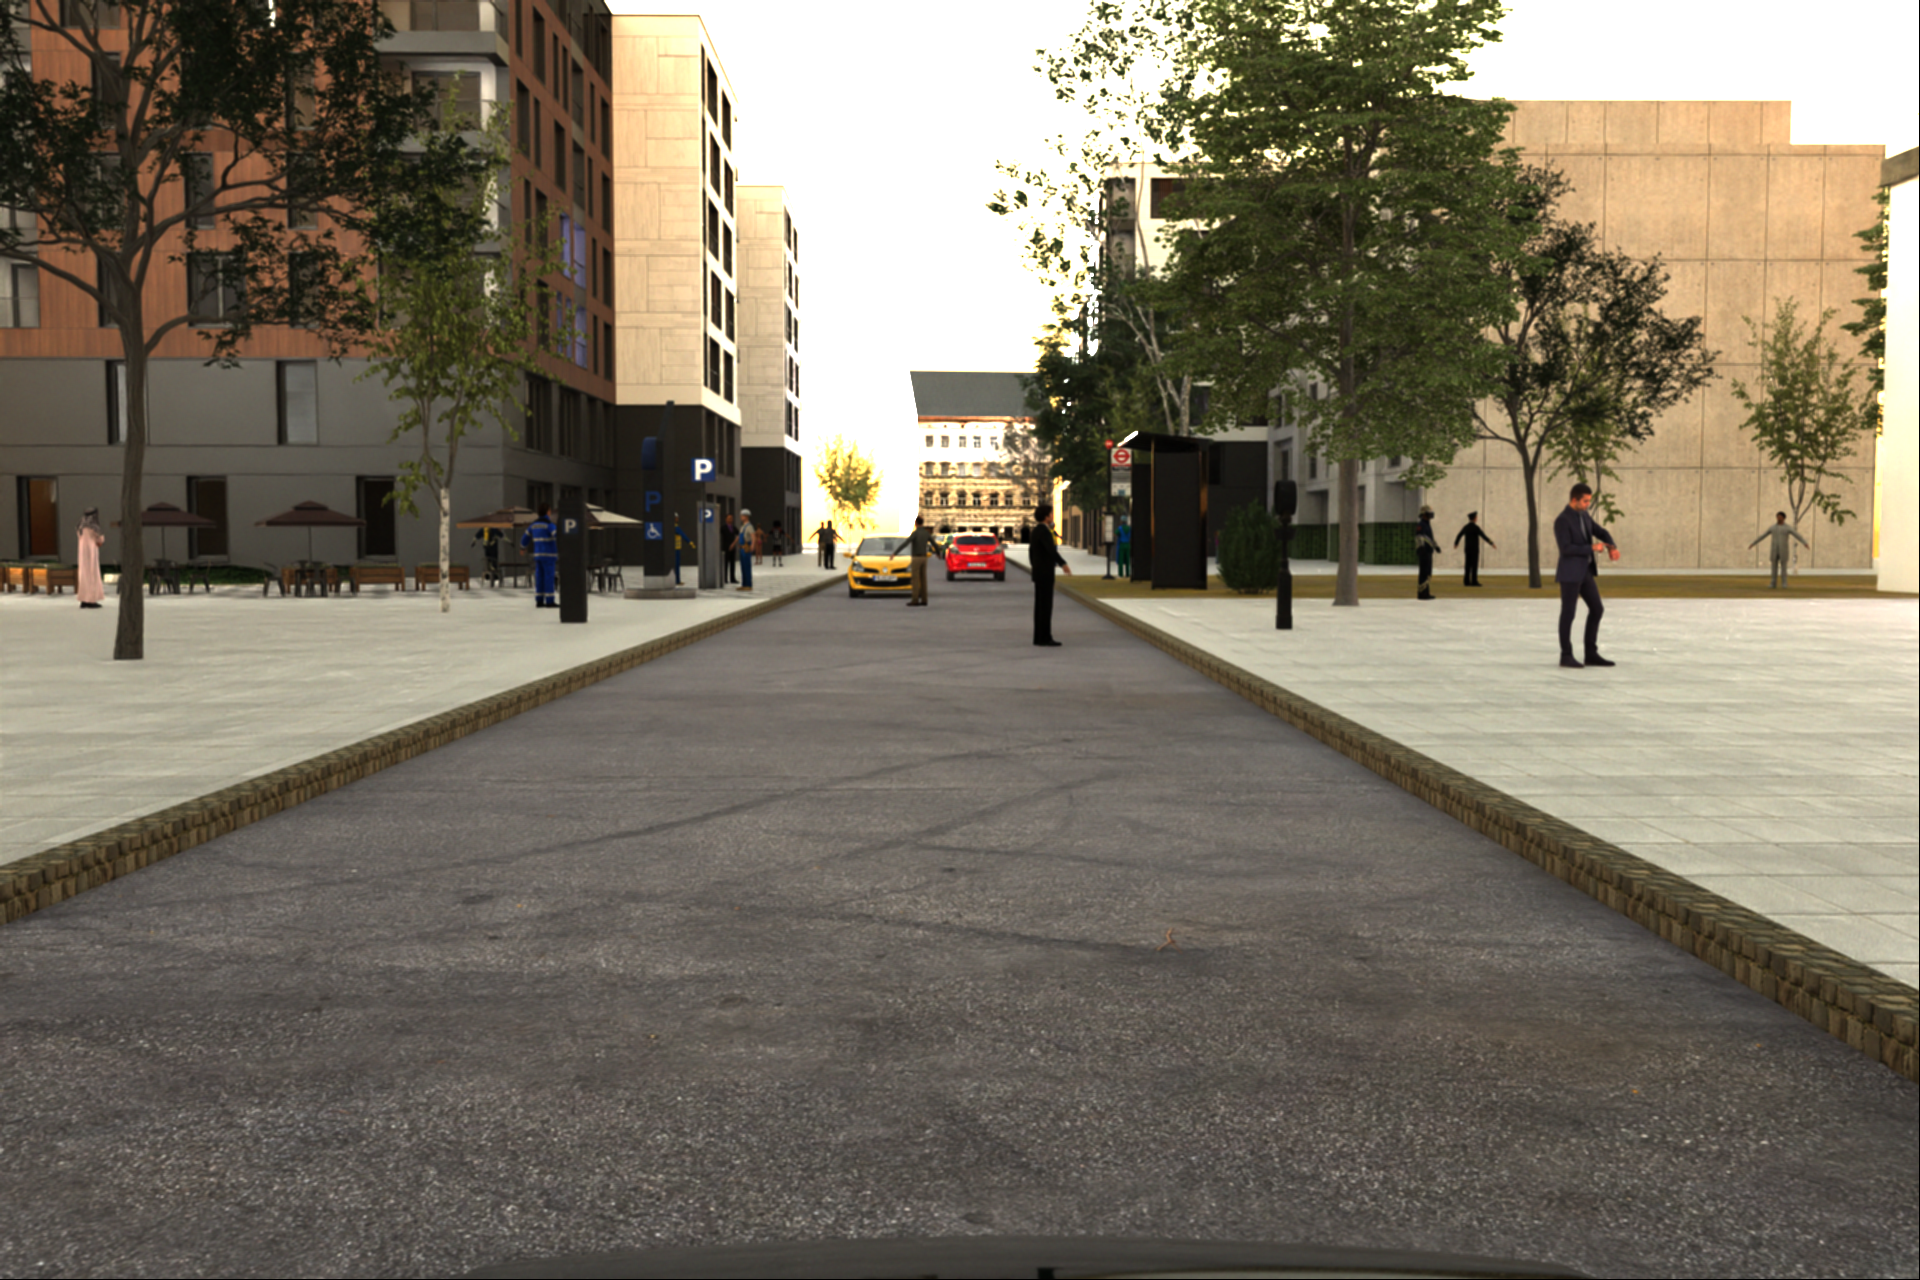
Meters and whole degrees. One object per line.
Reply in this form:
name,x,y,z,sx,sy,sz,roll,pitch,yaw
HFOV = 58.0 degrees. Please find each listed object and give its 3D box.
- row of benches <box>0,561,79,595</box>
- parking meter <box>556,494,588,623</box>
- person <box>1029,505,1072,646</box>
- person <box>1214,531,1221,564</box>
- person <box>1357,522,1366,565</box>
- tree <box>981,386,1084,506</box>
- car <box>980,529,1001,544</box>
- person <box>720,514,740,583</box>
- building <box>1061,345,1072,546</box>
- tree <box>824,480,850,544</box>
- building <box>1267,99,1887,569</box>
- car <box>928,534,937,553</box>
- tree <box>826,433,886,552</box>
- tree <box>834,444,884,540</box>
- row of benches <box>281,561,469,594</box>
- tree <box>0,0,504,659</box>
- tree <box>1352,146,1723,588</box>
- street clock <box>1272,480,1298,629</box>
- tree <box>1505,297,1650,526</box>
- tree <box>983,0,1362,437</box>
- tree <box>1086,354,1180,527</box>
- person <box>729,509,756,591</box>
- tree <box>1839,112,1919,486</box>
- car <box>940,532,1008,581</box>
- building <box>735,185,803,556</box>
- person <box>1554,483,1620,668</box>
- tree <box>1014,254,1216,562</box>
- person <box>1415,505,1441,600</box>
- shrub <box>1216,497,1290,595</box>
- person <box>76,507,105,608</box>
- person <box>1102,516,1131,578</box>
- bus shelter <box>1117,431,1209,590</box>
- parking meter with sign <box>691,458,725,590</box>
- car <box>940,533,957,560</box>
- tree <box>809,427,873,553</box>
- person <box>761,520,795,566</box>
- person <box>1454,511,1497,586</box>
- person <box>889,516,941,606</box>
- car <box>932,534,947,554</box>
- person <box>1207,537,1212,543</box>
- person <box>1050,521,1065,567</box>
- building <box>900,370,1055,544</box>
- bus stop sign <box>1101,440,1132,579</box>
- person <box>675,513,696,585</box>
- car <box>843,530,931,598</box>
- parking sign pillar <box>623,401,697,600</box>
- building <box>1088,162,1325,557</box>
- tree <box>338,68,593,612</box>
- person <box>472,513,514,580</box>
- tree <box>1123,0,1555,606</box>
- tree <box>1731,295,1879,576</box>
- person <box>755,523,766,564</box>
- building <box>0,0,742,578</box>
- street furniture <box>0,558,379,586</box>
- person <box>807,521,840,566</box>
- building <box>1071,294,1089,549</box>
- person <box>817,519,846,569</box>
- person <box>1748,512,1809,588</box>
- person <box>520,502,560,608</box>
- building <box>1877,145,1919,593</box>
row of benches,-20.468,-1.383,38.073,4.104,0.672,1.422,3,5,44
parking meter,-5.623,-1.185,25.084,0.399,1.863,0.255,0,4,0
person,1.107,-0.833,22.269,0.705,1.806,1.347,-1,4,-16
person,11.124,-3.978,74.312,0.599,1.433,0.991,0,4,-6
person,16.088,-3.969,70.664,1.354,1.858,0.705,-3,5,-44
tree,6.820,-14.060,140.243,12.009,13.543,11.850,0,3,0
car,0.887,-4.264,79.500,2.009,1.686,4.222,0,4,-1
person,-5.990,-2.376,45.073,1.346,1.802,0.704,-3,5,-42
building,25.678,-21.994,203.572,27.936,21.610,32.646,0,4,0
tree,-15.619,-17.151,230.774,4.360,8.622,3.978,0,3,0
building,25.376,-13.017,79.282,16.747,18.905,31.486,0,4,0
car,-1.542,-7.389,130.604,2.009,1.686,4.222,0,3,0
tree,-7.835,-10.750,126.131,4.737,8.622,4.395,0,3,0
tree,-7.939,-11.544,139.104,4.737,8.622,4.395,0,3,0
row of benches,-12.921,-1.419,38.657,4.104,0.672,1.422,-2,4,-31
tree,-8.254,-5.091,17.659,7.601,10.594,8.767,-3,4,-39
tree,13.682,-6.528,41.150,8.767,10.594,7.601,0,4,0
street clock,4.378,-1.148,23.346,0.358,2.002,0.471,0,4,0
tree,19.137,-6.275,52.954,4.737,8.622,4.395,0,3,0
tree,6.958,-12.401,58.637,12.611,20.169,13.585,0,3,0
tree,7.059,-7.414,71.581,4.737,8.622,4.395,0,3,0
person,-4.879,-2.041,39.230,0.705,1.847,1.347,-2,4,-29
tree,26.040,-7.673,43.582,7.486,12.596,7.792,0,3,0
car,0.455,-2.768,54.289,2.155,1.783,4.494,0,4,-1
building,-24.200,-15.618,99.321,27.936,21.610,32.646,0,4,-1
person,6.052,-0.620,16.631,0.683,1.767,0.568,-3,5,-40
tree,7.377,-10.656,80.877,9.857,13.997,8.962,0,3,0
person,9.147,-1.717,33.938,0.704,1.845,1.351,2,4,29
shrub,6.234,-2.011,36.929,1.661,2.075,1.752,0,3,0
person,-15.065,-1.427,30.040,0.551,1.740,0.621,2,4,24
person,4.793,-2.735,50.844,1.347,1.817,0.704,-2,4,-27
bus shelter,4.958,-3.146,42.716,1.731,3.624,6.357,0,4,1
parking meter with sign,-5.847,-2.706,40.503,0.543,3.016,1.738,0,4,1
car,-0.139,-5.511,98.901,1.959,1.807,4.718,0,4,-1
tree,-8.380,-10.336,119.360,4.737,8.622,4.395,0,3,0
person,-7.254,-3.835,68.840,1.345,1.843,0.704,0,4,6
person,12.635,-2.246,42.662,0.705,1.837,1.347,-2,4,-30
person,-0.838,-1.584,34.630,1.348,1.796,0.705,-3,5,-43
car,-1.138,-7.056,125.582,2.015,1.641,3.980,0,4,0
person,9.940,-4.000,72.121,1.216,1.740,0.721,-2,4,-27
person,3.732,-3.759,67.918,0.721,1.772,1.216,-2,4,-32
building,2.031,-24.361,231.688,18.063,23.208,19.493,0,4,-8
bus stop sign,4.430,-3.688,48.995,0.855,3.939,0.416,0,4,-1
person,-7.191,-2.305,43.658,1.349,1.833,0.705,3,5,40
car,-1.661,-1.834,40.213,2.015,1.641,3.980,0,3,0
parking sign pillar,-5.989,-2.814,34.476,1.447,3.967,1.447,0,4,1
building,22.036,-16.371,111.637,27.936,21.610,32.646,0,3,0
tree,-8.374,-4.774,28.423,4.737,8.622,4.395,0,3,0
person,-13.104,-2.610,48.457,1.354,1.856,0.705,1,4,16
tree,6.824,-6.914,31.173,7.486,12.596,7.792,0,3,0
tree,25.707,-6.277,52.986,4.737,8.622,4.395,0,3,0
person,-8.576,-4.059,73.175,0.721,1.733,1.217,2,4,34
building,-24.118,-13.587,66.114,27.936,21.610,32.646,0,4,-1
street furniture,-20.388,-1.842,45.744,10.072,0.657,5.734,1,4,15
person,-5.439,-3.820,68.732,1.348,1.796,0.705,-2,4,-24
building,24.338,-19.585,164.181,27.936,21.610,32.646,0,4,0
person,-4.736,-3.493,63.233,1.348,1.813,0.705,3,4,36
person,19.407,-2.130,41.019,1.347,1.806,0.705,3,5,40
person,-7.227,-1.485,30.253,1.345,1.831,0.704,2,4,31
building,25.291,-5.075,25.129,9.099,9.664,28.070,0,4,0
